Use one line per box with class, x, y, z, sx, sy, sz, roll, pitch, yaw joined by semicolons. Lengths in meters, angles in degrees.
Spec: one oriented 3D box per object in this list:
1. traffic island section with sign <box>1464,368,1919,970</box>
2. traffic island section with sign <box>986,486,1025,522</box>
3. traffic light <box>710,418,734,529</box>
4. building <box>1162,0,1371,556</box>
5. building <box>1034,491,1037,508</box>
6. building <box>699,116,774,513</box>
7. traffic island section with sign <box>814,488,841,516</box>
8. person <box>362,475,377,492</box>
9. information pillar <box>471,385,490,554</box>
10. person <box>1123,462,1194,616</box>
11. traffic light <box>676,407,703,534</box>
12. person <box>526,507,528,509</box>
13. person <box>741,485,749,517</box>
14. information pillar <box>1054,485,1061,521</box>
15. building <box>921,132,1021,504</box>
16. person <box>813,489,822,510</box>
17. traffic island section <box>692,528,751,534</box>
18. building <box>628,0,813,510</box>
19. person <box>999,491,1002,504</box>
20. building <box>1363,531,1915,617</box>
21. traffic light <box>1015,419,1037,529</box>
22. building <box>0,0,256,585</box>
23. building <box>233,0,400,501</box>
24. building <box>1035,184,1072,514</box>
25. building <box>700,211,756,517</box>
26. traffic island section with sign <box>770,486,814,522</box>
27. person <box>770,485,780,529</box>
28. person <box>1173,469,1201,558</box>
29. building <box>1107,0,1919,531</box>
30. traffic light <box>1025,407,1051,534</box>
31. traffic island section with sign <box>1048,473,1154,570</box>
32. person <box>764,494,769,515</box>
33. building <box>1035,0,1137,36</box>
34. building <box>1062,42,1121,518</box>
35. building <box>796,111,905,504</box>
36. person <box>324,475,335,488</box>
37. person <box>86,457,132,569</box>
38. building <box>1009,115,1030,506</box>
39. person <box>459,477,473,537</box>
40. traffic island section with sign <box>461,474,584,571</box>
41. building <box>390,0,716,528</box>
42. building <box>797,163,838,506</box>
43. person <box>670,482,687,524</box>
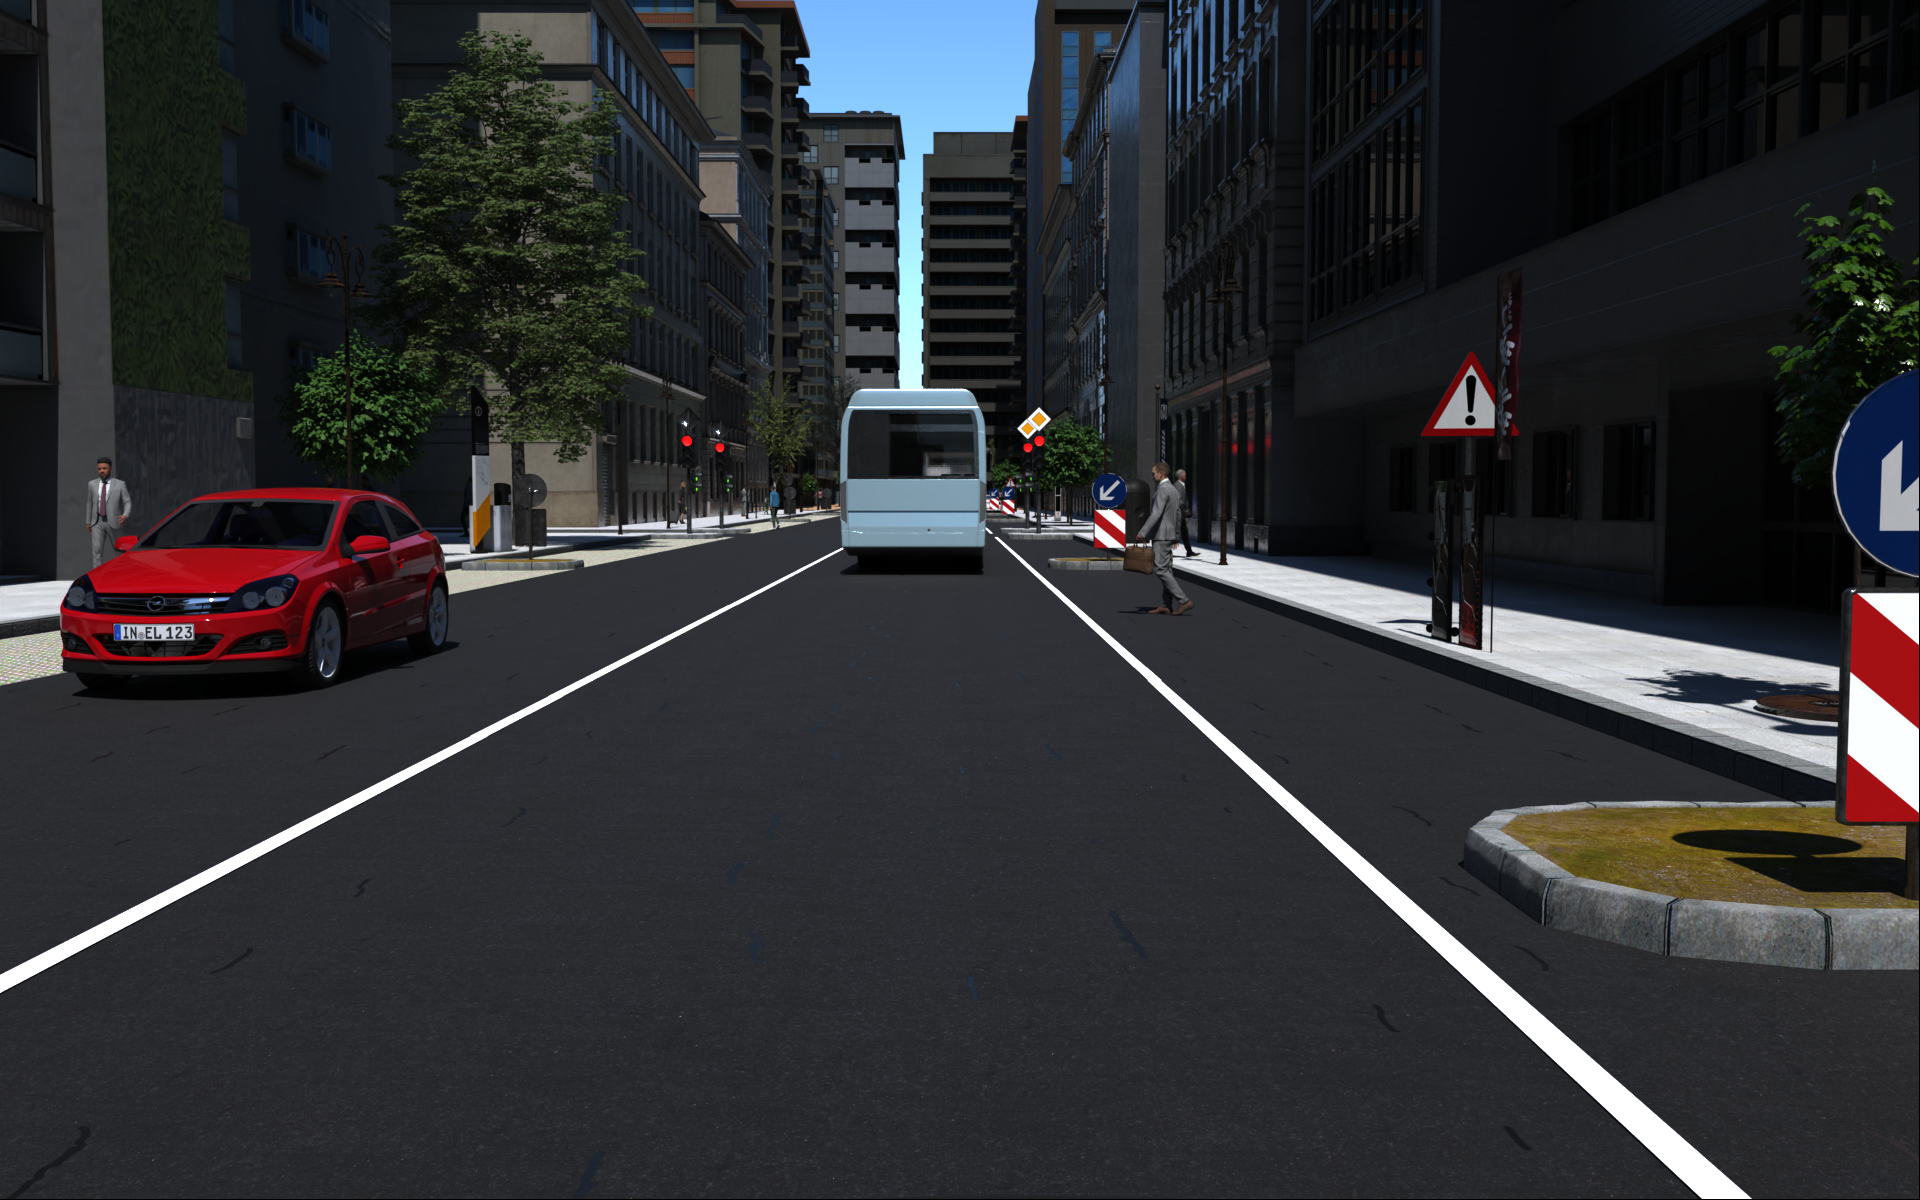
traffic island section with sign;2.925;0.151;6.159;1.989;1.847;2.006;0;4;0
traffic island section with sign;2.352;-4.915;88.982;1.989;1.847;2.006;0;4;0
traffic light;-8.787;-4.583;63.847;0.839;4.253;0.868;0;4;0
building;10.976;-11.919;44.031;9.793;20.994;18.267;0;4;0
building;13.883;-23.879;162.121;14.160;30.474;14.107;0;4;0
building;-20.914;-20.679;124.006;13.634;28.700;20.117;0;4;0
traffic island section with sign;-8.855;-6.557;115.839;1.989;1.847;2.006;0;4;0
person;-15.235;-2.341;44.664;0.623;1.781;0.721;2;4;26
information pillar;-10.340;-2.813;37.344;0.183;3.616;0.504;2;4;24
person;2.400;-0.732;20.596;0.853;1.813;0.709;1;4;20
traffic light;-8.732;-4.094;55.862;0.839;4.253;0.868;0;4;0
person;-15.451;-3.238;61.803;0.532;1.782;0.716;-1;4;-11
person;-12.286;-5.685;99.177;0.466;1.800;0.511;-3;5;-45
information pillar;4.660;-4.775;82.560;0.304;2.012;0.304;0;4;-2
building;5.664;-37.380;234.860;21.600;48.544;21.300;0;4;0
person;-11.521;-8.306;142.555;1.217;1.736;0.721;-1;4;-12
traffic island section;-8.827;-2.551;63.982;2.009;0.180;2.903;0;4;0
building;-24.731;-30.467;152.767;22.147;44.769;28.867;0;4;0
person;4.463;-11.281;191.203;1.217;1.736;0.721;-1;4;-15
building;13.824;-12.279;19.821;14.314;24.678;30.058;0;4;0
traffic light;2.474;-4.588;63.940;0.839;4.253;0.868;0;4;0
building;-19.448;-20.736;22.628;14.154;41.232;14.086;0;4;0
building;-27.679;-25.536;41.222;21.600;48.544;21.300;0;4;0
building;14.132;-17.799;124.291;16.112;22.955;30.059;0;4;0
building;-18.646;-14.680;104.650;10.561;19.102;19.286;0;4;0
traffic island section with sign;-8.674;-4.900;88.742;1.989;1.847;2.006;0;4;0
person;-7.477;-3.733;69.874;0.444;1.785;0.601;3;5;44
person;4.502;-1.749;35.043;0.834;1.777;0.661;0;4;-7
building;21.756;-15.492;72.369;30.058;24.678;14.314;0;4;0
traffic light;2.529;-4.100;55.956;0.839;4.253;0.868;0;4;0
traffic island section with sign;2.726;-1.530;33.644;1.989;1.847;2.006;0;4;0
person;-12.008;-5.941;107.424;0.306;1.304;0.590;2;4;28
building;13.563;-30.416;147.417;14.600;45.320;14.200;0;4;0
building;12.628;-18.268;95.944;12.463;27.353;25.104;0;4;0
building;-19.386;-39.685;238.093;27.495;52.752;28.713;0;4;0
person;-14.184;-1.997;39.108;0.576;1.772;0.534;3;4;38
person;-11.866;-1.090;24.138;0.678;1.792;0.850;0;4;-7
building;16.874;-33.259;198.402;22.147;44.769;28.867;0;4;0
person;-14.725;-2.790;51.847;0.473;1.802;0.592;2;4;31
traffic island section with sign;-8.293;-1.499;33.142;1.989;1.847;2.006;0;4;0
building;-21.238;-15.083;79.889;16.112;22.955;30.059;0;4;0
building;-26.293;-30.887;196.890;23.993;40.220;32.217;0;4;0
person;-12.064;-4.151;74.134;0.699;1.804;1.509;1;4;22
